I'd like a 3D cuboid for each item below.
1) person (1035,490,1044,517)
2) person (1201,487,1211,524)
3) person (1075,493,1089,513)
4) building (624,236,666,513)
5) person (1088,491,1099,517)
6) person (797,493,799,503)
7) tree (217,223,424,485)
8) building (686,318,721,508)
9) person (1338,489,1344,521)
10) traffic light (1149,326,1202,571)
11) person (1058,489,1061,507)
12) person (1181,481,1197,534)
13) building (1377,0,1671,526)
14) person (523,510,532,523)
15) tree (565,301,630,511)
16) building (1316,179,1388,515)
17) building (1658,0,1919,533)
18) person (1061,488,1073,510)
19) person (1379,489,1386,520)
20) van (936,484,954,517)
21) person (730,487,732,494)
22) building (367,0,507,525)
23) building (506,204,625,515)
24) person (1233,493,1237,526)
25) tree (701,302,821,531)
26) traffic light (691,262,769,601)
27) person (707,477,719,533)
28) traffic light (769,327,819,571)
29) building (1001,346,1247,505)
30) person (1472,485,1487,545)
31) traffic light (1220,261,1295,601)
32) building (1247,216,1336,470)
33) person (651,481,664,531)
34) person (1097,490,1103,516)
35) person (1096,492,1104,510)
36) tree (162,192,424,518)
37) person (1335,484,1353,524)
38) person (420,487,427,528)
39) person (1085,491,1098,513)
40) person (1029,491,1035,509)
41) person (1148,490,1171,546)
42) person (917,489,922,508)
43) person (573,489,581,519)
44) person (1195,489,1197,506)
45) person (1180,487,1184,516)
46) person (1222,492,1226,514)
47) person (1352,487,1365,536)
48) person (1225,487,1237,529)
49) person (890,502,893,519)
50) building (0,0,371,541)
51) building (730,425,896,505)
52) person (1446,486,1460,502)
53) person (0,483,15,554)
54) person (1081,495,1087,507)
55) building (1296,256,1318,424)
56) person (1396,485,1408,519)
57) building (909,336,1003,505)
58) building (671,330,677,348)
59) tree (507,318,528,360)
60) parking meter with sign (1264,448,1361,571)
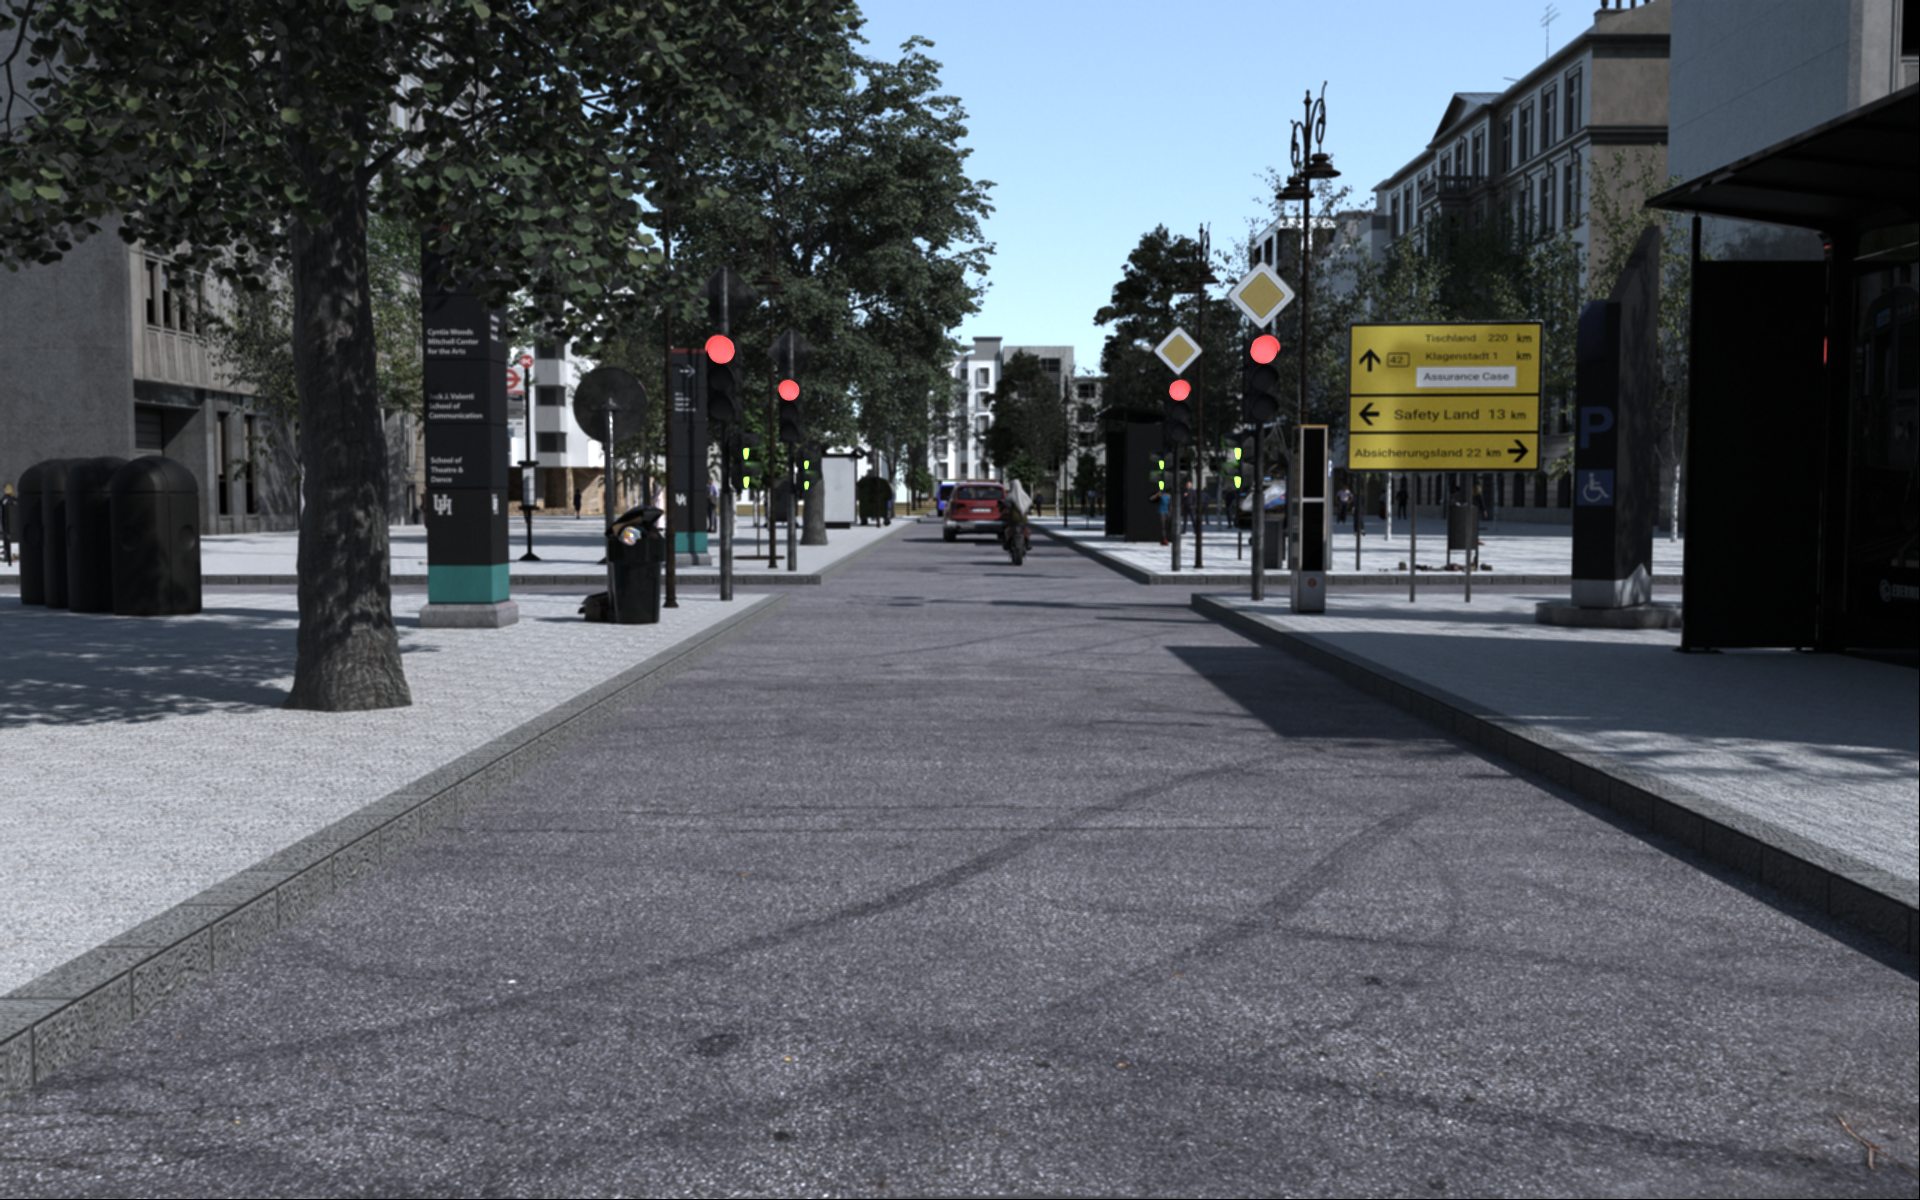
[{"bbox_3d":[4.352,-5.414,97.256,0.600,1.496,0.574,-1,4,-17],"label":"person"},{"bbox_3d":[10.378,-3.997,73.463,0.516,1.574,0.319,3,5,44],"label":"person"},{"bbox_3d":[8.155,-6.613,114.882,1.217,1.735,0.721,-2,4,-32],"label":"person"},{"bbox_3d":[-29.859,-16.232,121.806,16.016,20.091,11.380,0,3,0],"label":"building"},{"bbox_3d":[7.373,-5.443,94.897,0.599,1.838,0.709,-1,4,-21],"label":"person"},{"bbox_3d":[-12.140,-7.409,127.980,0.445,1.727,0.742,2,4,35],"label":"person"},{"bbox_3d":[-16.710,-5.791,45.052,4.737,8.622,4.395,0,3,0],"label":"tree"},{"bbox_3d":[-37.911,-17.554,153.462,31.486,18.905,16.747,0,3,0],"label":"building"},{"bbox_3d":[18.515,-4.623,83.898,0.388,1.546,0.482,-1,4,-23],"label":"person"},{"bbox_3d":[3.579,-2.415,28.736,0.839,4.213,0.868,0,3,0],"label":"traffic light"},{"bbox_3d":[10.335,-10.502,178.279,0.617,1.759,0.750,0,4,7],"label":"person"},{"bbox_3d":[7.296,-2.959,55.335,0.541,1.710,0.530,3,5,42],"label":"person"},{"bbox_3d":[30.447,-16.360,86.573,14.460,24.649,34.723,0,3,0],"label":"building"},{"bbox_3d":[-19.415,-4.288,77.617,0.517,1.644,0.566,2,4,24],"label":"person"},{"bbox_3d":[-11.903,-6.896,63.119,4.360,8.622,3.978,0,3,0],"label":"tree"},{"bbox_3d":[32.033,-15.500,109.849,16.016,20.091,11.380,0,3,0],"label":"building"},{"bbox_3d":[33.987,-14.366,52.899,19.932,24.808,12.078,0,3,0],"label":"building"},{"bbox_3d":[9.070,-8.369,143.405,0.750,1.759,0.617,1,4,23],"label":"person"},{"bbox_3d":[21.350,-4.819,87.298,0.387,1.526,0.523,-1,4,-19],"label":"person"},{"bbox_3d":[-0.433,-6.467,110.124,2.240,2.365,5.245,0,4,2],"label":"van"},{"bbox_3d":[-14.987,-6.490,112.170,0.705,1.823,1.348,2,4,25],"label":"person"},{"bbox_3d":[-29.103,-17.790,76.766,13.634,28.700,20.117,0,3,0],"label":"building"},{"bbox_3d":[-30.667,-15.510,110.014,16.016,20.091,11.380,0,3,0],"label":"building"},{"bbox_3d":[11.084,-3.721,68.593,0.593,1.614,0.444,0,4,2],"label":"person"},{"bbox_3d":[-6.854,-6.706,59.997,4.737,8.622,4.395,0,3,0],"label":"tree"},{"bbox_3d":[-2.797,-1.927,20.747,0.839,4.213,0.868,0,3,0],"label":"traffic light"},{"bbox_3d":[-8.260,-3.113,56.811,0.599,1.838,0.709,-3,5,-44],"label":"person"},{"bbox_3d":[-2.782,-2.415,28.732,0.839,4.213,0.868,0,3,0],"label":"traffic light"},{"bbox_3d":[20.907,-21.297,214.664,31.486,18.905,16.747,0,3,0],"label":"building"},{"bbox_3d":[12.926,-2.136,43.515,0.613,1.512,0.480,-3,5,-39],"label":"person"},{"bbox_3d":[3.564,-1.927,20.751,0.839,4.213,0.868,0,3,0],"label":"traffic light"},{"bbox_3d":[37.457,-18.342,143.863,27.936,21.610,32.646,0,3,0],"label":"building"},{"bbox_3d":[-10.418,-3.232,59.553,0.551,1.740,0.621,3,5,40],"label":"person"},{"bbox_3d":[8.181,-5.722,101.296,0.444,1.614,0.593,3,5,44],"label":"person"},{"bbox_3d":[10.889,-7.866,135.440,0.721,1.735,1.217,-2,4,-32],"label":"person"},{"bbox_3d":[-14.055,-5.263,36.412,4.360,8.622,3.978,0,3,0],"label":"tree"},{"bbox_3d":[16.652,-4.166,75.098,0.756,1.711,0.436,1,4,19],"label":"person"},{"bbox_3d":[-19.984,-3.462,64.909,0.482,1.546,0.388,0,4,-3],"label":"person"},{"bbox_3d":[9.009,-6.852,118.066,1.348,1.826,0.705,-1,4,-12],"label":"person"},{"bbox_3d":[6.396,-8.944,153.211,0.756,1.711,0.436,-3,4,-38],"label":"person"},{"bbox_3d":[5.051,-2.161,43.252,0.647,1.594,0.662,-3,5,-41],"label":"person"},{"bbox_3d":[-3.679,-9.125,155.957,0.721,1.735,1.217,1,4,11],"label":"person"},{"bbox_3d":[-19.525,-4.877,88.154,0.546,1.535,0.453,2,4,34],"label":"person"},{"bbox_3d":[21.130,-9.036,154.462,1.217,1.739,0.721,1,4,17],"label":"person"},{"bbox_3d":[13.050,-5.799,101.671,0.431,1.722,0.655,0,4,0],"label":"person"},{"bbox_3d":[16.855,-6.154,109.887,0.697,1.427,0.421,1,4,8],"label":"person"},{"bbox_3d":[12.315,-2.739,53.363,0.480,1.512,0.613,-2,4,-29],"label":"person"},{"bbox_3d":[10.097,-3.428,64.295,0.471,1.553,0.569,0,4,2],"label":"person"},{"bbox_3d":[-3.740,-4.931,89.039,0.546,1.535,0.453,-1,4,-19],"label":"person"},{"bbox_3d":[-28.813,-14.610,56.898,12.078,24.808,19.932,0,3,0],"label":"building"},{"bbox_3d":[-21.816,-16.453,211.157,28.070,9.664,9.099,0,3,0],"label":"building"},{"bbox_3d":[22.484,-4.374,79.010,0.517,1.644,0.566,-3,4,-36],"label":"person"},{"bbox_3d":[-20.165,-1.730,36.877,0.613,1.512,0.480,-1,4,-13],"label":"person"},{"bbox_3d":[12.789,-10.389,175.905,1.348,1.824,0.705,3,4,37],"label":"person"},{"bbox_3d":[31.992,-16.195,121.208,16.016,20.091,11.380,0,3,0],"label":"building"},{"bbox_3d":[22.444,-4.958,87.811,0.576,1.737,0.504,-1,4,-12],"label":"person"},{"bbox_3d":[-0.527,-21.885,214.240,11.380,20.091,16.016,0,3,0],"label":"building"},{"bbox_3d":[-29.819,-16.952,133.583,16.016,20.091,11.380,0,3,0],"label":"building"},{"bbox_3d":[-14.695,-6.100,50.093,4.737,8.622,4.395,0,3,0],"label":"tree"},{"bbox_3d":[5.921,-2.018,29.259,1.738,3.016,0.543,2,4,26],"label":"parking meter with sign"}]
